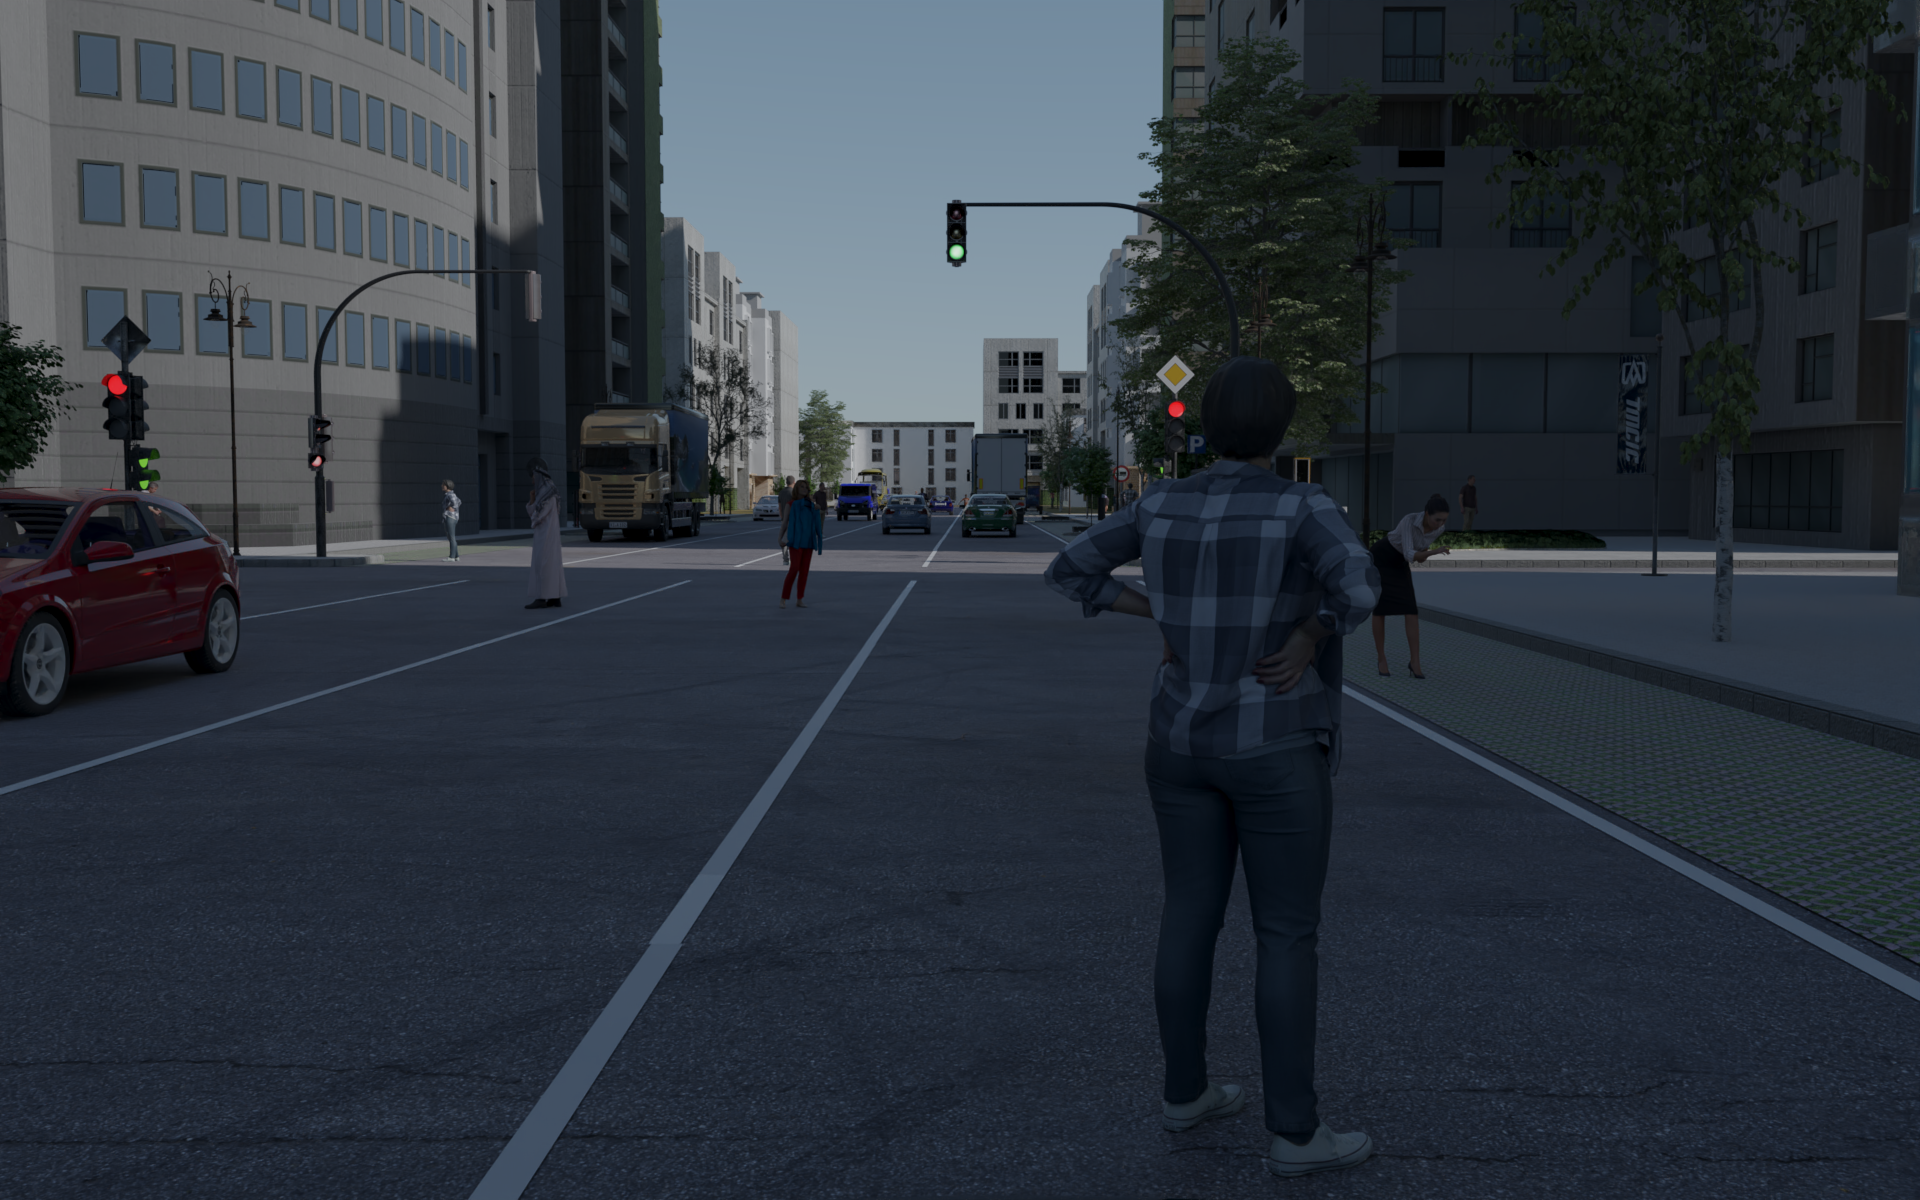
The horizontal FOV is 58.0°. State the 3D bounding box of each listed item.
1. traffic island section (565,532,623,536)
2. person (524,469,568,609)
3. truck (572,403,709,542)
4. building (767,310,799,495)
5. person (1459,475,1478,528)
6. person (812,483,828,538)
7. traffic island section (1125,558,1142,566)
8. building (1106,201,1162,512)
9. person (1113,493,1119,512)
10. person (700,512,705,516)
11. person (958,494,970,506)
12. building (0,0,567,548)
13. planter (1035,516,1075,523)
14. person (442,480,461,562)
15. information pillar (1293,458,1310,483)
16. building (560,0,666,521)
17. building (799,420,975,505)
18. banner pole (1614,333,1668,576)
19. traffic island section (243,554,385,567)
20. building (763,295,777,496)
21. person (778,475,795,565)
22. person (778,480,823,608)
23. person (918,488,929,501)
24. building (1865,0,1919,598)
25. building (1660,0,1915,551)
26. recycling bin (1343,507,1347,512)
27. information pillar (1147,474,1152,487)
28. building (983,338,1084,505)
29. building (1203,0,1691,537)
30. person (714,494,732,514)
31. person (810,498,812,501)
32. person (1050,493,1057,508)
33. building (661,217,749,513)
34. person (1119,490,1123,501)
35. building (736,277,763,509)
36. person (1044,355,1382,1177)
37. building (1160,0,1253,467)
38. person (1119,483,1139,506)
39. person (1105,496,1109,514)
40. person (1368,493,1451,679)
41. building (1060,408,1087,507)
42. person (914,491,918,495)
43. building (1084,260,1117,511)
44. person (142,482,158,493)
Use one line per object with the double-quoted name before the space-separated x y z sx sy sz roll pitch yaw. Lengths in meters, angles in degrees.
"traffic island section" -12.537 -2.287 60.252 1.991 0.108 1.994 0 4 0
"person" -5.258 -0.775 21.846 0.621 1.740 0.551 -2 4 -32
"truck" -10.032 -4.073 55.510 2.839 4.237 11.283 0 4 0
"building" -32.938 -18.898 175.445 31.486 18.905 16.747 0 4 0
"person" 14.000 -2.533 47.593 0.598 1.807 0.434 -1 4 -17
"person" -4.571 -2.952 56.899 0.598 1.807 0.434 -2 4 -34
"traffic island section" 4.366 -0.791 35.217 2.009 0.180 2.903 0 4 0
"building" 18.119 -15.984 117.757 16.016 20.091 11.380 0 4 0
"person" 8.663 -5.282 96.307 0.435 1.345 0.340 3 4 38
"person" -15.074 -5.282 100.682 0.655 0.850 0.859 -2 4 -29
"person" 0.399 -6.261 114.131 1.065 1.426 0.557 -1 4 -13
"building" -25.886 -31.175 51.717 21.231 58.520 28.212 0 4 0
"planter" 4.772 -4.053 87.399 1.991 0.319 1.994 0 4 0
"person" -10.801 -1.685 36.770 0.376 1.734 0.841 0 4 -4
"information pillar" 6.963 -1.887 35.345 0.304 2.012 0.304 0 4 5
"building" -22.697 -24.513 84.389 14.154 41.232 14.086 0 4 0
"building" -12.317 -15.880 201.791 28.070 9.664 9.099 0 4 0
"banner pole" 10.727 -2.276 27.231 0.863 3.779 0.401 3 5 41
"traffic island section" -13.055 -0.800 35.359 2.009 0.180 2.903 0 4 0
"building" -25.276 -18.571 160.059 16.016 20.091 11.380 0 4 0
"person" -3.373 -1.602 34.829 0.434 1.807 0.598 -3 4 -37
"person" -2.018 -0.713 21.868 0.593 1.614 0.444 -1 4 -13
"person" -1.785 -4.362 80.641 0.655 1.722 0.431 2 4 30
"building" 21.333 -23.737 7.705 23.786 49.044 30.456 0 4 0
"building" 26.624 -16.500 41.470 14.107 30.474 14.160 0 4 0
"recycling bin" 7.245 -1.349 34.614 0.722 1.027 0.722 -1 4 -17
"information pillar" 6.790 -4.277 61.280 0.183 3.616 0.504 2 4 35
"building" 18.490 -20.695 204.819 31.486 18.905 16.747 0 4 0
"building" 24.284 -29.062 64.398 28.713 52.752 27.495 0 4 0
"person" -15.392 -6.445 112.132 1.217 1.735 0.721 -1 4 -10
"person" -11.124 -7.017 126.488 1.065 1.426 0.557 -1 4 -9
"person" 8.842 -9.631 164.235 0.721 1.743 1.217 3 4 37
"building" -25.865 -15.914 126.649 16.747 18.905 31.486 0 4 0
"person" 9.876 -5.937 105.319 0.569 1.553 0.471 -2 4 -24
"building" -25.905 -17.875 148.676 16.016 20.091 11.380 0 4 0
"person" 0.603 0.331 3.811 0.376 1.734 0.841 -3 5 -43
"building" 17.767 -25.073 93.538 14.154 41.232 14.086 0 4 0
"person" 7.026 -3.962 71.542 0.841 1.734 0.376 2 4 26
"person" 9.318 -6.306 112.373 0.697 1.427 0.421 2 4 24
"person" 3.479 -0.102 13.361 0.799 1.438 0.628 2 4 33
"building" 15.078 -13.927 169.854 9.099 9.664 28.070 0 4 0
"person" -4.679 -10.908 187.390 0.434 1.755 0.990 2 4 33
"building" 19.570 -16.680 139.176 16.747 18.905 31.486 0 4 0
"person" -17.746 -1.817 37.958 0.590 1.554 0.614 0 4 6
